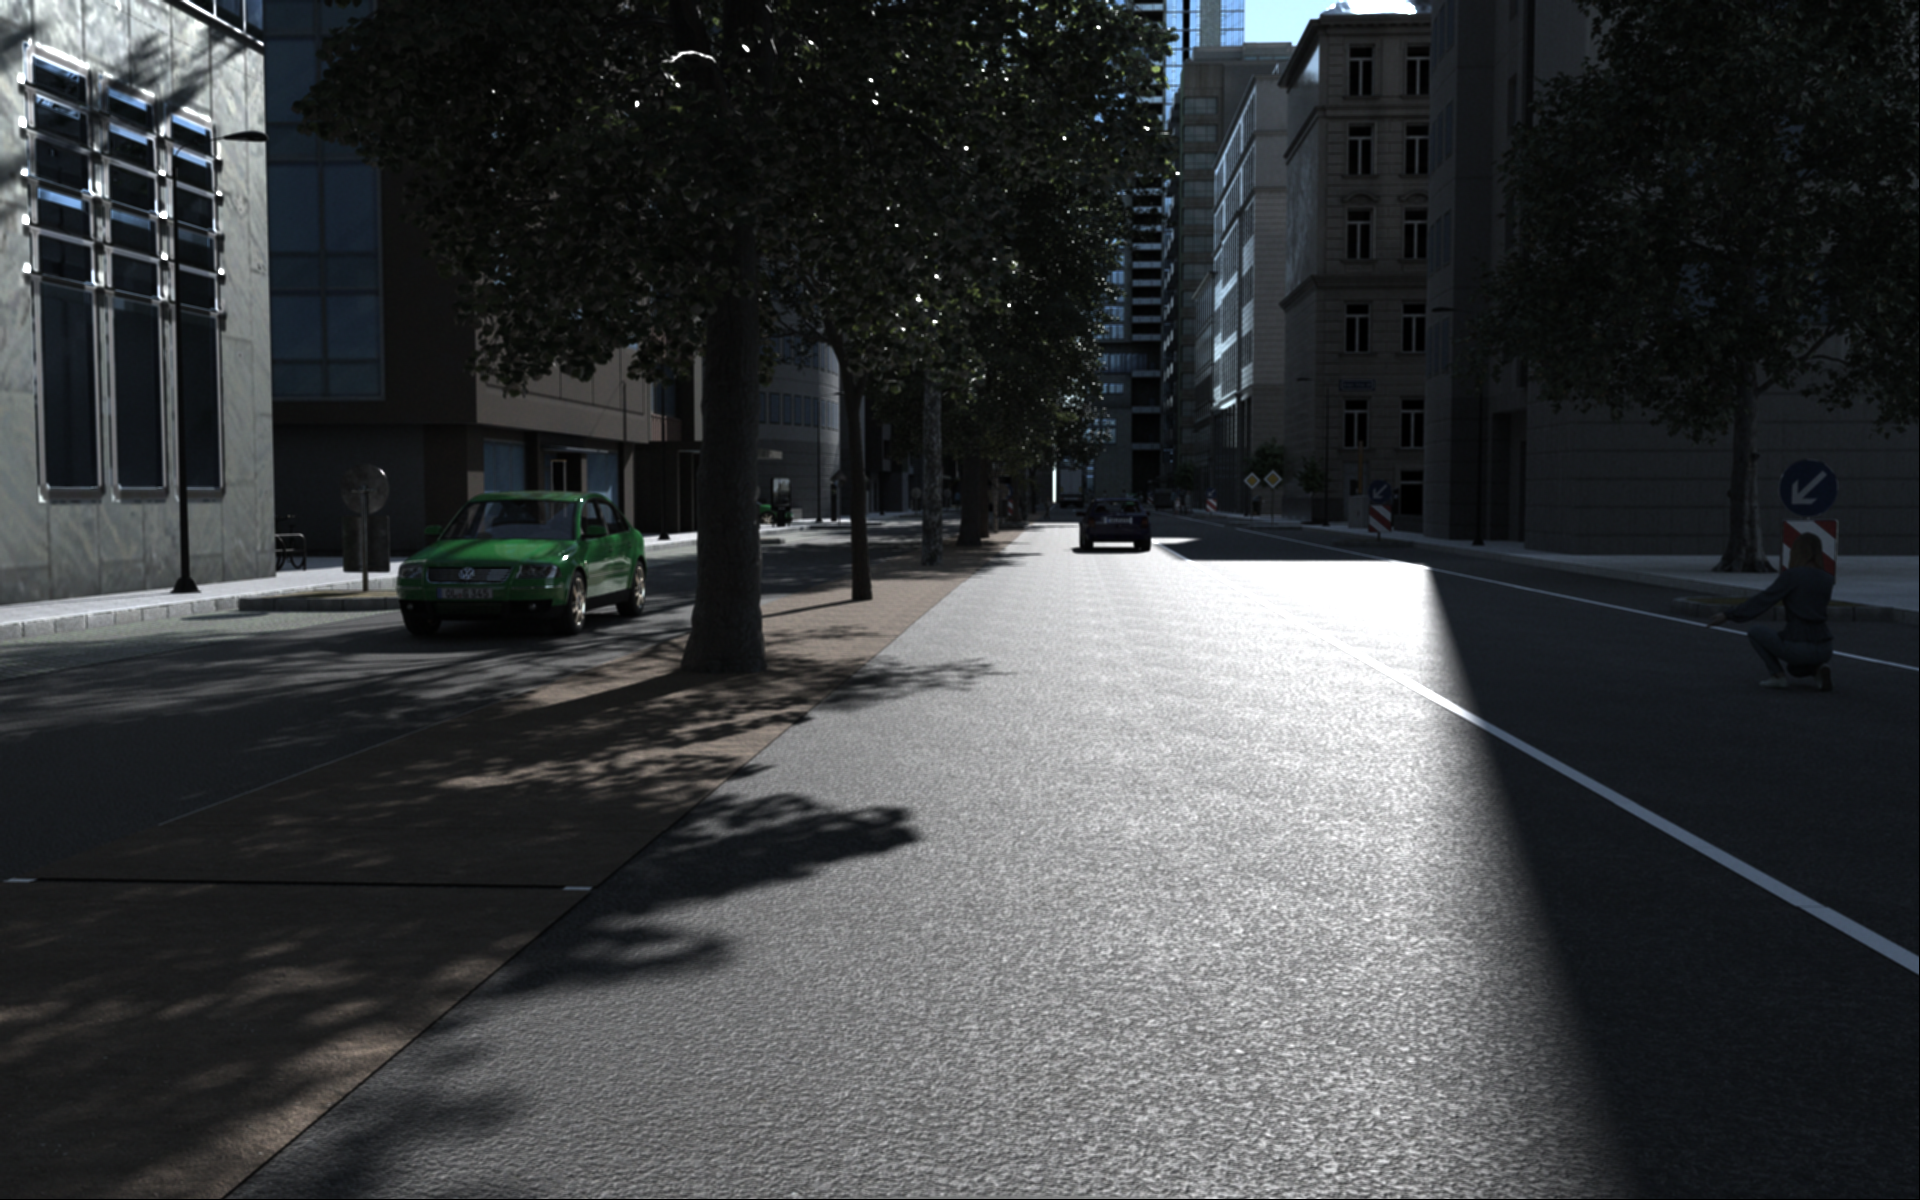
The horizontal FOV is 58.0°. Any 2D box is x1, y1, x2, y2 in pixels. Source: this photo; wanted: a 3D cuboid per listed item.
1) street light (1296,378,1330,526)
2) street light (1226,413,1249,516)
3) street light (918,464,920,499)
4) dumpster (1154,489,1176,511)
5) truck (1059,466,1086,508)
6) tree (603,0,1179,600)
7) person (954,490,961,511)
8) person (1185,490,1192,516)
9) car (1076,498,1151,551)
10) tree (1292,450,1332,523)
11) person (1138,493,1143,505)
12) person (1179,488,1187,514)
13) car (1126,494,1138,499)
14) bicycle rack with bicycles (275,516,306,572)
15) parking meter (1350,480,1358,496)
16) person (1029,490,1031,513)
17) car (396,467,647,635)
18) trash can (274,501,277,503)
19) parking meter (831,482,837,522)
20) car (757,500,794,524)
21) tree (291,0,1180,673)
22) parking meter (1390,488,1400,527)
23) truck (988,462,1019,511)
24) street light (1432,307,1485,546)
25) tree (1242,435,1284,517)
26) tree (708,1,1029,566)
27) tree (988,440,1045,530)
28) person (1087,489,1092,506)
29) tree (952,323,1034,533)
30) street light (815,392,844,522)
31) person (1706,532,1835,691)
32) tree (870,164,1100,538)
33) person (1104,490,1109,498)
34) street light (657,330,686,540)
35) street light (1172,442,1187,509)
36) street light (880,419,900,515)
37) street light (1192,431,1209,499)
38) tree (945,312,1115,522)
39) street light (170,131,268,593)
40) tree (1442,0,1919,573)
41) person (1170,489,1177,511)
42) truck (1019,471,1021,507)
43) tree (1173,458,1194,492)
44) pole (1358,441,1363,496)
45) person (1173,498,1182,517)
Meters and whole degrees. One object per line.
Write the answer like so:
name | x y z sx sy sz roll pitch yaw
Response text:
street light | 14.104 -5.909 69.147 1.470 5.913 1.316 0 4 4
street light | 15.975 -7.778 99.717 1.470 5.913 1.316 0 4 4
street light | -2.582 -9.735 131.708 1.470 5.913 1.316 0 4 4
dumpster | 17.014 -8.279 143.574 1.865 1.857 1.264 0 4 3
truck | 11.760 -11.783 181.557 2.839 4.237 11.283 0 4 5
tree | -1.276 -5.292 23.395 8.767 10.594 7.601 0 4 4
person | -0.190 -8.292 144.413 0.601 1.785 0.444 -1 4 -14
person | 14.846 -6.295 112.432 0.512 1.701 0.522 0 4 6
car | 4.025 -1.998 45.254 1.945 1.354 3.894 0 4 2
tree | 15.638 -5.019 76.665 1.663 3.219 1.824 0 3 0
person | 15.642 -8.522 150.433 0.503 1.515 0.523 -1 4 -15
person | 15.777 -6.971 122.275 0.655 1.846 0.447 -1 4 -9
car | 16.142 -9.518 164.414 1.959 1.807 4.718 0 4 3
bicycle rack with bicycles | -11.967 -0.935 28.674 2.852 0.926 2.925 2 4 24
parking meter | 15.967 -3.934 70.026 0.399 1.863 0.255 -3 5 -42
person | 5.249 -7.536 132.265 0.362 1.759 0.519 3 5 44
car | -4.693 -0.626 19.031 1.959 1.807 4.718 0 4 2
trash can | -13.924 -1.386 34.311 0.748 1.137 0.748 0 3 0
parking meter | -5.884 -4.591 80.776 0.255 1.863 0.399 0 4 -7
car | -9.614 -4.073 75.382 4.718 1.807 1.959 0 4 3
tree | -1.914 -6.400 13.759 9.857 13.997 8.962 0 3 0
parking meter | 17.079 -3.650 68.092 0.372 1.533 0.369 0 3 0
truck | 3.478 -9.628 146.338 2.839 4.237 11.283 0 4 5
street light | 12.398 -4.315 43.092 1.470 5.913 1.316 0 4 4
tree | 17.361 -6.859 95.866 4.285 4.588 4.351 0 3 0
tree | -1.715 -10.800 34.931 12.611 20.169 13.585 0 3 0
tree | 1.386 -7.026 67.696 4.737 8.622 4.395 0 3 0
person | 9.739 -7.447 130.433 0.466 1.800 0.511 -1 4 -19
tree | 1.307 -6.742 63.052 4.360 8.622 3.978 0 3 0
street light | -5.930 -6.528 79.271 1.470 5.913 1.316 0 4 4
person | 6.069 0.072 12.824 1.012 1.151 0.738 0 4 -4
tree | 0.666 -8.306 56.388 7.486 12.596 7.792 0 3 0
person | 12.487 -8.493 147.927 0.524 1.755 0.480 0 4 4
street light | -7.763 -4.640 48.402 1.470 5.913 1.316 0 4 4
street light | 19.413 -11.044 153.104 1.470 5.913 1.316 0 4 4
street light | -4.218 -8.136 105.567 1.470 5.913 1.316 0 4 4
street light | 17.682 -9.444 126.958 1.470 5.913 1.316 0 4 4
tree | 2.589 -9.947 82.102 9.611 12.733 9.660 0 3 0
street light | -9.550 -3.046 22.351 1.470 5.913 1.316 0 4 4
tree | 12.827 -6.803 28.242 9.611 12.733 9.660 0 3 0
person | 17.077 -7.919 137.996 0.620 1.820 0.660 3 5 42
truck | 5.833 -12.535 193.862 2.839 4.237 11.283 0 4 5
tree | 20.831 -10.598 156.991 4.285 4.588 4.351 0 3 0
pole | 15.348 -4.439 66.413 0.158 3.312 0.155 0 3 0
person | 13.309 -5.663 106.097 0.505 1.210 0.382 0 4 -5
